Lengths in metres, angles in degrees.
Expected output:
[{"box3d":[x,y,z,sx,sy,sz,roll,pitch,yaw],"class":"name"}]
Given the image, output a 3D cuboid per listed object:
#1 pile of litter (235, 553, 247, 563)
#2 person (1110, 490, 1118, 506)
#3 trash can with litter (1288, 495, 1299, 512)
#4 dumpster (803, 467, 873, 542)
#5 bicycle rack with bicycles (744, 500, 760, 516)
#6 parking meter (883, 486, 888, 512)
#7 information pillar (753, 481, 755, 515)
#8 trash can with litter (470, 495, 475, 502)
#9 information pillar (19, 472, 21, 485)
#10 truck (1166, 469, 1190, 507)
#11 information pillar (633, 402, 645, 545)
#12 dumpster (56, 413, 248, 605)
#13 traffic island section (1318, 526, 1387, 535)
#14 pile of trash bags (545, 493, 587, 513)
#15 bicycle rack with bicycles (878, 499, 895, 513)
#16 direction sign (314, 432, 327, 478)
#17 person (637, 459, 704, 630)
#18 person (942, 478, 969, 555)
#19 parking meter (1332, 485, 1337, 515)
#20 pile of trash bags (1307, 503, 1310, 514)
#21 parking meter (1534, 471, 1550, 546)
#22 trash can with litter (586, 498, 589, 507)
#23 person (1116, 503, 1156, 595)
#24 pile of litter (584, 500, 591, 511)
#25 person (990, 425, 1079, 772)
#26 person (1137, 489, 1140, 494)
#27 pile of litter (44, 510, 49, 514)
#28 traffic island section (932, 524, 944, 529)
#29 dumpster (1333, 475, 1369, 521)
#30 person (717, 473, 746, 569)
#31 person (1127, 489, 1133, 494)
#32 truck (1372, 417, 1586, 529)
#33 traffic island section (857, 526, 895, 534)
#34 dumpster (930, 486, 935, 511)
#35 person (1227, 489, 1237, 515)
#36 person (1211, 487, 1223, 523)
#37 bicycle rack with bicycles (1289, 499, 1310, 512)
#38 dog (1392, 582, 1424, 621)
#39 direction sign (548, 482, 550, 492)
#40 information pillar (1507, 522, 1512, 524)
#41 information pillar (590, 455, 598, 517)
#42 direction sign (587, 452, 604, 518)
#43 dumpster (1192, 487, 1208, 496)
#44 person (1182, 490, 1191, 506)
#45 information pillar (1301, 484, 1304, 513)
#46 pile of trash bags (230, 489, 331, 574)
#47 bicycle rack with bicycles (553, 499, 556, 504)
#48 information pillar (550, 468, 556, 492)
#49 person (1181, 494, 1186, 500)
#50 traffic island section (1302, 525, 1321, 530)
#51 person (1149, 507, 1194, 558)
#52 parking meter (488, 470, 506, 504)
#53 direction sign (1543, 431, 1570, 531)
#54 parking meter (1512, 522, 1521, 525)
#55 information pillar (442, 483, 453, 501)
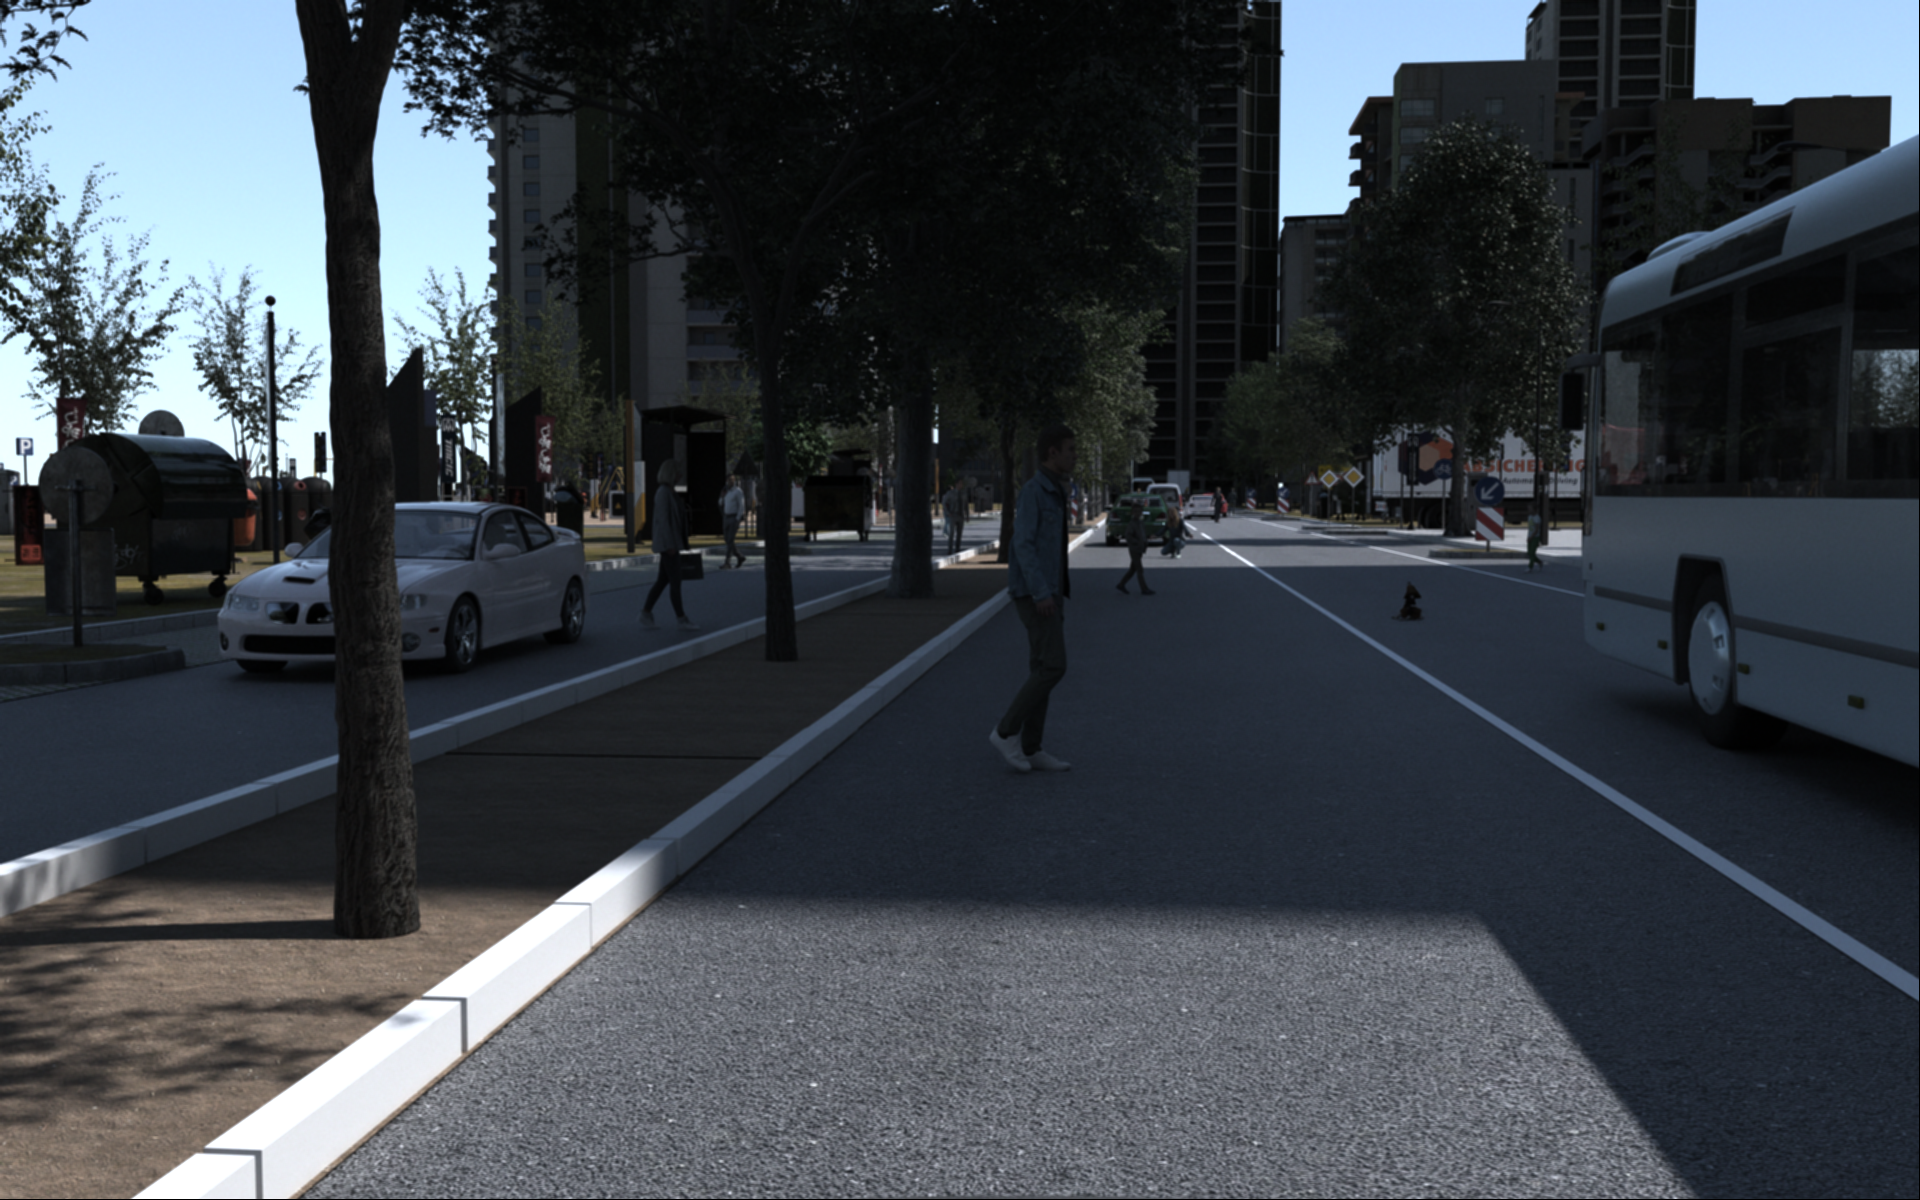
[{"box3d":[-14.178,-1.139,32.595,1.719,0.858,1.176,3,5,42],"class":"pile of litter"},{"box3d":[14.780,-9.693,166.607,1.348,1.869,0.705,-2,4,-34],"class":"person"},{"box3d":[23.196,-6.836,122.824,1.678,1.210,2.233,1,4,22],"class":"trash can with litter"},{"box3d":[-3.666,-2.872,51.912,1.985,2.255,1.502,0,4,7],"class":"dumpster"},{"box3d":[-12.836,-5.304,100.101,2.925,0.926,2.852,-1,4,-15],"class":"bicycle rack with bicycles"},{"box3d":[-5.235,-7.141,122.459,0.255,1.863,0.399,-2,4,-34],"class":"parking meter"},{"box3d":[-12.941,-7.176,108.679,0.183,3.616,0.504,-1,4,-12],"class":"information pillar"},{"box3d":[-24.294,-4.667,87.368,2.233,1.210,1.678,-1,4,-14],"class":"trash can with litter"},{"box3d":[-31.800,-3.293,58.328,0.304,2.012,0.304,-1,4,-23],"class":"information pillar"},{"box3d":[24.868,-12.747,197.328,2.839,4.237,11.283,0,4,7],"class":"truck"},{"box3d":[-8.146,-3.217,43.949,0.183,3.616,0.504,-2,4,-35],"class":"information pillar"},{"box3d":[-9.699,-1.113,20.688,1.502,2.255,1.985,0,4,6],"class":"dumpster"},{"box3d":[14.039,-2.418,61.807,2.009,0.180,2.903,0,4,6],"class":"traffic island section"},{"box3d":[-27.028,-6.637,118.267,3.447,1.369,1.912,1,4,18],"class":"pile of trash bags"},{"box3d":[-5.514,-6.247,115.524,2.852,0.926,2.925,3,4,37],"class":"bicycle rack with bicycles"},{"box3d":[-23.320,-4.356,63.216,0.876,3.537,0.379,3,5,44],"class":"direction sign"},{"box3d":[-3.074,-0.593,18.372,0.728,1.800,0.709,0,4,8],"class":"person"},{"box3d":[-0.082,-1.992,41.173,0.635,1.810,0.391,-2,4,-31],"class":"person"},{"box3d":[23.002,-6.137,106.052,0.399,1.863,0.255,3,5,40],"class":"parking meter"},{"box3d":[22.772,-6.019,108.160,1.912,1.369,3.447,0,4,5],"class":"pile of trash bags"},{"box3d":[14.455,-2.286,43.085,0.255,1.863,0.399,3,5,44],"class":"parking meter"},{"box3d":[-29.085,-7.511,134.184,0.624,1.170,1.055,1,4,13],"class":"trash can with litter"},{"box3d":[2.520,-0.730,24.703,0.640,1.303,0.475,2,4,25],"class":"person"},{"box3d":[-28.376,-7.154,130.927,1.719,0.858,1.176,1,4,21],"class":"pile of litter"},{"box3d":[0.388,-0.004,8.914,0.444,1.785,0.601,1,4,22],"class":"person"},{"box3d":[10.436,-5.545,99.838,0.731,1.740,0.598,0,4,-6],"class":"person"},{"box3d":[-60.037,-6.060,113.047,1.719,0.858,1.176,2,4,33],"class":"pile of litter"},{"box3d":[-1.739,-3.009,71.471,2.009,0.180,2.903,0,4,6],"class":"traffic island section"},{"box3d":[18.741,-4.929,83.085,1.502,2.255,1.985,0,4,6],"class":"dumpster"},{"box3d":[-4.407,-1.511,33.310,0.679,1.850,0.850,2,4,34],"class":"person"},{"box3d":[12.903,-7.452,130.439,0.767,1.812,0.694,-3,4,-38],"class":"person"},{"box3d":[21.250,-4.627,64.568,11.283,4.237,2.839,0,4,5],"class":"truck"},{"box3d":[-2.563,-2.523,63.529,2.009,0.180,2.903,0,4,6],"class":"traffic island section"},{"box3d":[-2.224,-5.643,94.751,1.502,2.255,1.985,0,4,6],"class":"dumpster"},{"box3d":[18.190,-6.556,115.863,0.661,1.801,0.590,0,4,0],"class":"person"},{"box3d":[12.807,-4.739,86.399,0.534,1.772,0.576,3,5,42],"class":"person"},{"box3d":[27.459,-7.711,139.456,2.925,0.926,2.852,0,4,-4],"class":"bicycle rack with bicycles"},{"box3d":[5.113,0.015,19.947,0.748,0.427,0.550,-3,4,-37],"class":"dog"},{"box3d":[-35.247,-9.588,148.760,0.379,3.537,0.876,-2,4,-29],"class":"direction sign"},{"box3d":[23.908,-4.307,74.904,0.304,2.012,0.304,-1,4,-15],"class":"information pillar"},{"box3d":[-20.370,-6.420,96.327,0.504,3.616,0.183,2,4,34],"class":"information pillar"},{"box3d":[-19.523,-6.160,92.718,0.876,3.537,0.379,0,4,-5],"class":"direction sign"},{"box3d":[29.566,-12.746,213.342,1.985,2.255,1.502,0,4,6],"class":"dumpster"},{"box3d":[21.227,-9.433,162.732,1.348,1.823,0.705,1,4,11],"class":"person"},{"box3d":[23.276,-6.892,117.177,0.304,2.012,0.304,3,5,42],"class":"information pillar"},{"box3d":[-10.295,-1.124,28.124,3.447,1.369,1.912,0,4,-2],"class":"pile of trash bags"},{"box3d":[-30.079,-7.055,128.724,2.925,0.926,2.852,1,4,20],"class":"bicycle rack with bicycles"},{"box3d":[-32.684,-9.031,139.015,0.504,3.616,0.183,0,3,0],"class":"information pillar"},{"box3d":[19.052,-8.406,149.158,0.991,1.433,0.599,0,4,-5],"class":"person"},{"box3d":[14.863,-2.903,69.749,2.009,0.180,2.903,0,4,6],"class":"traffic island section"},{"box3d":[4.834,-1.514,38.745,1.012,1.151,0.738,3,4,36],"class":"person"},{"box3d":[-11.133,-2.197,41.639,0.399,1.863,0.255,3,4,38],"class":"parking meter"},{"box3d":[20.961,-4.215,60.913,0.876,3.537,0.379,1,4,17],"class":"direction sign"},{"box3d":[23.343,-3.925,72.592,0.372,1.533,0.369,0,3,0],"class":"parking meter"},{"box3d":[-15.365,-2.903,51.949,0.304,2.012,0.304,-1,4,-21],"class":"information pillar"}]
